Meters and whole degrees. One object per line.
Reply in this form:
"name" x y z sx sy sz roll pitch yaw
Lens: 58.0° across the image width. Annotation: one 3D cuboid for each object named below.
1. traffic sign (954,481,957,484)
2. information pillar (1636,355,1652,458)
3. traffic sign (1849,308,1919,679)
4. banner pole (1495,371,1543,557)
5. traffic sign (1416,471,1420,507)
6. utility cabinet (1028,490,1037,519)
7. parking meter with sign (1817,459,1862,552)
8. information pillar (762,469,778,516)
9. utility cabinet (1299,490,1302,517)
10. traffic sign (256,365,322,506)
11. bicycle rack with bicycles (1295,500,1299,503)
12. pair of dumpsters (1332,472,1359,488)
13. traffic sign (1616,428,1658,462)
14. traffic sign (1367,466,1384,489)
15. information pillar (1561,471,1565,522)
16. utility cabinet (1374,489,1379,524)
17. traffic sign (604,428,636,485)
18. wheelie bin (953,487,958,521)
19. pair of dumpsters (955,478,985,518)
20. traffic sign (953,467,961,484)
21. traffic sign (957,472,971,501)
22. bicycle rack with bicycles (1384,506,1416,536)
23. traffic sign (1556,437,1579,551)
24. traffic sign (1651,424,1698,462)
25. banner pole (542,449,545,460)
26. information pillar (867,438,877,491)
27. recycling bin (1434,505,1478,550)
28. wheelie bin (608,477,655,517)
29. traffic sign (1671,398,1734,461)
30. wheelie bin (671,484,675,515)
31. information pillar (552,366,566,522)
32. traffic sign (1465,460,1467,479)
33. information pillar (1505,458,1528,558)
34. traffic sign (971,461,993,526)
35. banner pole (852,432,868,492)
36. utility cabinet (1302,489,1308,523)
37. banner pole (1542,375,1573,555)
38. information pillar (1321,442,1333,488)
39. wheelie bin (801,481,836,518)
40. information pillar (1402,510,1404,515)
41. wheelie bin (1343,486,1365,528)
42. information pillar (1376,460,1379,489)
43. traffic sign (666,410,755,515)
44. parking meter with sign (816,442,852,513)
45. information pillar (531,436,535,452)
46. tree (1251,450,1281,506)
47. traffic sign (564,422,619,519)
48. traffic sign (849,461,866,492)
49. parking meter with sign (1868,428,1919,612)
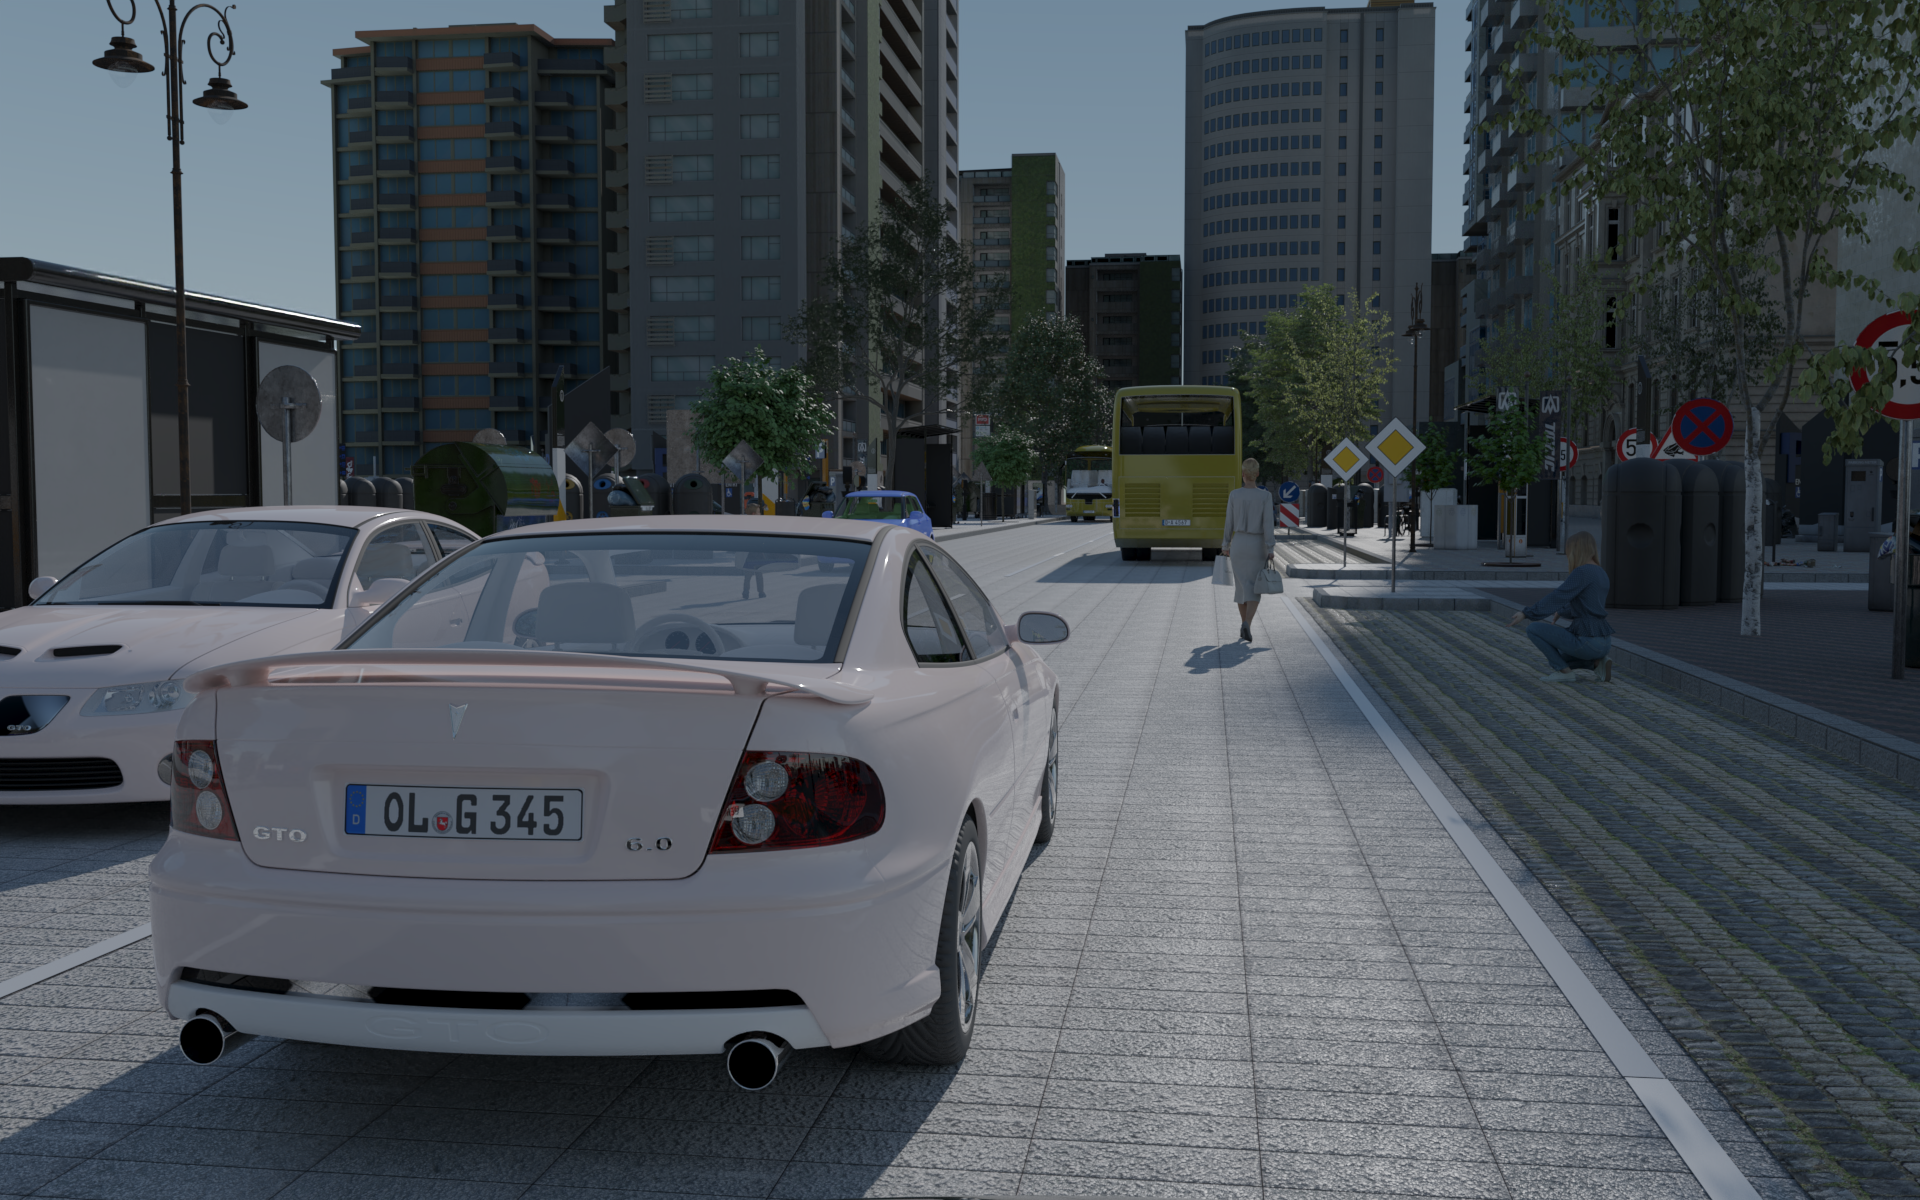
"traffic sign" -0.484 -5.755 94.202 0.768 2.556 0.104 1 4 9
"information pillar" 11.454 -2.307 29.075 0.183 3.616 0.504 0 4 4
"traffic sign" 6.520 -0.725 11.960 0.768 2.556 0.104 1 4 18
"banner pole" 11.331 -2.777 35.415 0.863 3.779 0.401 0 4 -1
"traffic sign" 18.334 -4.234 69.227 0.884 2.594 0.081 1 4 9
"utility cabinet" 3.694 -4.849 87.966 0.318 1.500 1.173 1 4 9
"parking meter with sign" 19.908 -2.563 38.163 1.738 3.016 0.543 3 4 38
"information pillar" -5.735 -3.736 52.445 0.504 3.616 0.183 -1 4 -18
"utility cabinet" 19.599 -5.441 97.638 1.173 1.500 0.318 -3 5 -40
"traffic sign" -6.646 -1.041 17.125 0.768 2.556 0.104 1 4 18
"bicycle rack with bicycles" 20.937 -5.500 103.303 2.852 0.926 2.925 1 4 20
"pair of dumpsters" 16.970 -4.605 77.784 1.574 2.255 4.437 0 4 8
"traffic sign" 12.964 -2.026 33.231 0.768 2.556 0.104 1 4 11
"traffic sign" 19.117 -4.873 79.771 0.768 2.556 0.104 1 4 13
"information pillar" 27.991 -5.441 80.309 0.183 3.616 0.504 2 4 25
"utility cabinet" 18.233 -3.995 74.002 1.173 1.500 0.318 -1 4 -23
"traffic sign" -6.612 -2.036 33.401 0.768 2.556 0.104 1 4 14
"wheelie bin" -0.536 -4.451 80.678 0.980 1.594 0.693 2 4 34
"pair of dumpsters" 0.607 -5.547 93.188 1.574 2.255 4.437 0 4 8
"traffic sign" -0.329 -4.167 69.318 0.795 2.450 0.064 1 4 17
"traffic sign" 0.190 -5.457 90.405 0.795 2.450 0.064 1 4 12
"bicycle rack with bicycles" 14.044 -2.429 53.095 2.852 0.926 2.925 3 5 39
"traffic sign" 13.402 -2.362 38.726 0.768 2.556 0.104 1 4 11
"traffic sign" 12.185 -1.808 29.560 0.884 2.594 0.081 1 4 8
"banner pole" -23.186 -6.521 96.627 0.401 3.779 0.863 0 4 4
"information pillar" -3.627 -4.931 71.970 0.504 3.616 0.183 3 5 39
"recycling bin" 11.467 -1.683 40.066 0.722 1.027 0.722 -2 4 -34
"wheelie bin" -6.040 -1.457 31.736 0.693 1.594 0.980 1 4 14
"traffic sign" 9.826 -1.399 22.986 0.768 2.556 0.104 1 4 17
"wheelie bin" -8.485 -2.764 53.105 0.980 1.594 0.693 2 4 25
"information pillar" -7.288 -2.456 31.506 0.183 3.616 0.504 0 4 5
"traffic sign" 15.101 -2.978 50.824 0.606 2.300 0.079 1 4 15
"information pillar" 11.203 -1.857 34.849 0.304 2.012 0.304 -1 4 -20
"traffic sign" 0.857 -4.203 68.719 0.884 2.594 0.081 1 4 14
"banner pole" -4.085 -4.890 69.966 0.863 3.779 0.401 2 4 28
"utility cabinet" 15.235 -4.068 75.199 0.318 1.500 1.173 0 4 0
"banner pole" 12.683 -2.861 36.798 0.863 3.779 0.401 3 4 38
"information pillar" 15.817 -5.095 74.652 0.504 3.616 0.183 1 4 22
"wheelie bin" -3.527 -2.181 43.565 0.693 1.594 0.980 2 4 32
"information pillar" 26.302 -5.987 102.386 0.304 2.012 0.304 -1 4 -14
"wheelie bin" 14.968 -3.535 65.709 0.693 1.594 0.980 -1 4 -21
"information pillar" 19.296 -5.428 80.103 0.183 3.616 0.504 0 4 3
"traffic sign" -6.000 -2.920 41.619 2.265 3.308 0.079 1 4 15
"parking meter with sign" -4.022 -3.824 58.787 1.738 3.016 0.543 -3 4 -38
"information pillar" -17.070 -4.769 69.329 0.183 3.616 0.504 -1 4 -23
"tree" 26.161 -11.867 144.388 4.737 8.622 4.395 0 3 0
"traffic sign" -5.131 -1.251 24.093 0.795 2.450 0.064 0 4 8
"traffic sign" -3.983 -4.062 66.519 0.768 2.556 0.104 1 4 16
"parking meter with sign" 10.809 -1.402 19.180 1.738 3.016 0.543 -2 4 -29
